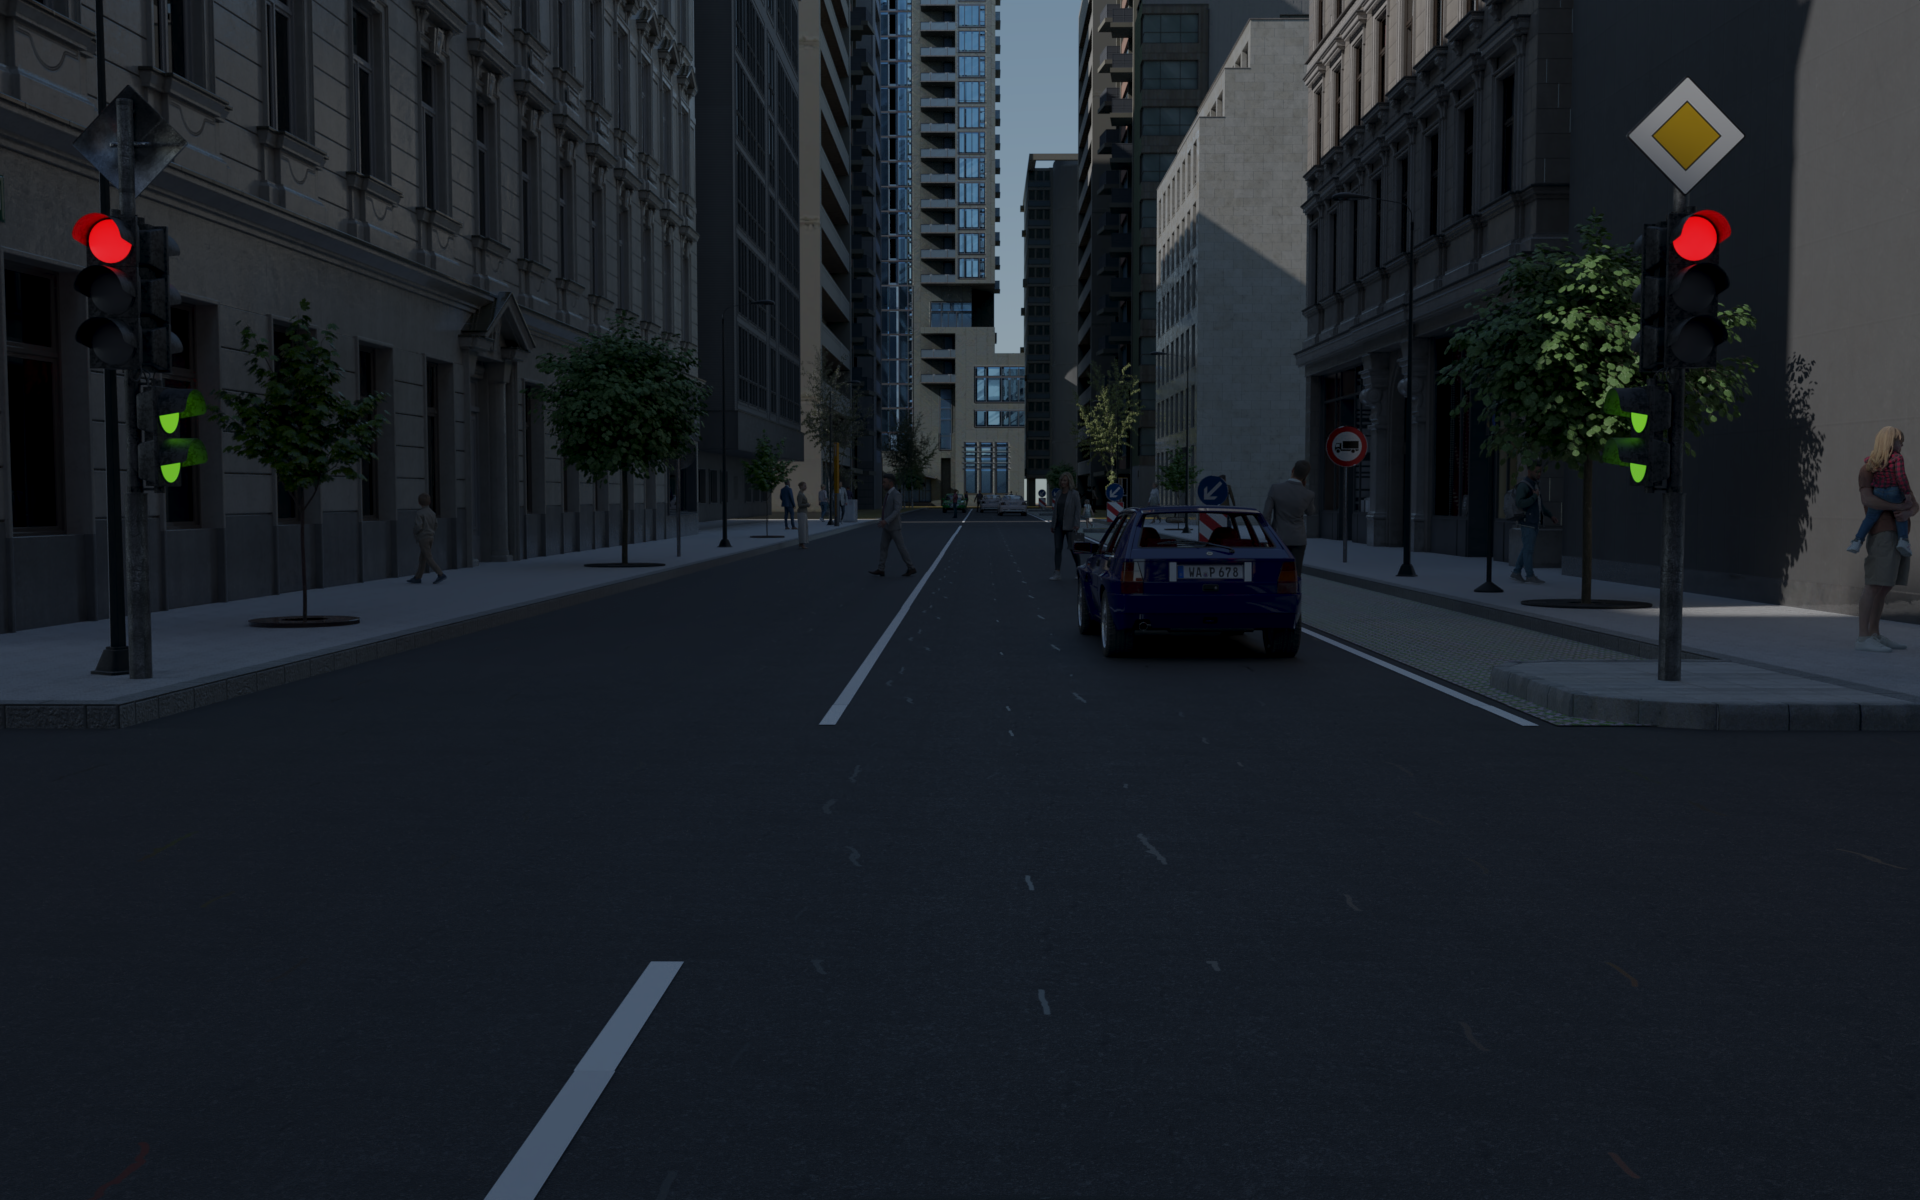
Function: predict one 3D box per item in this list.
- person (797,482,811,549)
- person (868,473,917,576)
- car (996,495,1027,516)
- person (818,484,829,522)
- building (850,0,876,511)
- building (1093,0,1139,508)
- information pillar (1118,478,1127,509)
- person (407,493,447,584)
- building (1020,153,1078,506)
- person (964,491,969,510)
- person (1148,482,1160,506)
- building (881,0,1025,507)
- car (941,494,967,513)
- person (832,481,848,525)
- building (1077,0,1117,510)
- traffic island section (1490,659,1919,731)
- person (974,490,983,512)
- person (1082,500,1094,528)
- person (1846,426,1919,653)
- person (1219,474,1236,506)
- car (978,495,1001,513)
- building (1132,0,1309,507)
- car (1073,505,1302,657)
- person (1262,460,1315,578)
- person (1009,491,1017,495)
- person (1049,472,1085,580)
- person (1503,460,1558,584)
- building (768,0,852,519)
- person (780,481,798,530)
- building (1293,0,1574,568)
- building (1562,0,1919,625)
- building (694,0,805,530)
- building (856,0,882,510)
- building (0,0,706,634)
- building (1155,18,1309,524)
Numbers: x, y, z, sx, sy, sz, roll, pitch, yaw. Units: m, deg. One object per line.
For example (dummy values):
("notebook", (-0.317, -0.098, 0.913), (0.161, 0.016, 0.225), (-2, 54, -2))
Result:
("person", (-4.090, -2.222, 45.382), (0.362, 1.759, 0.519), (0, 4, 0))
("person", (-1.164, -1.306, 30.130), (0.850, 1.792, 0.678), (-2, 4, -23))
("car", (3.458, -6.269, 114.861), (2.083, 1.381, 4.827), (0, 4, -1))
("person", (-6.295, -4.467, 79.745), (0.731, 1.740, 0.598), (2, 4, 26))
("building", (-17.575, -28.698, 123.831), (22.147, 44.769, 28.867), (0, 4, 1))
("building", (21.303, -28.734, 124.427), (22.147, 44.769, 28.867), (0, 4, 1))
("information pillar", (7.329, -4.491, 77.916), (0.304, 2.012, 0.304), (-2, 4, -24))
("person", (-7.620, -0.878, 24.673), (0.640, 1.303, 0.475), (0, 4, 6))
("building", (18.702, -30.345, 188.025), (23.993, 40.220, 32.217), (0, 4, 1))
("person", (0.579, -9.071, 157.731), (0.541, 1.710, 0.530), (-3, 5, -41))
("person", (8.561, -4.249, 75.746), (0.641, 1.798, 0.478), (-1, 4, -20))
("building", (-8.850, -53.206, 182.589), (31.000, 86.520, 22.319), (0, 4, 1))
("car", (-0.422, -7.605, 133.141), (1.959, 1.807, 4.718), (0, 4, 2))
("person", (-5.079, -4.110, 73.087), (0.661, 1.843, 0.795), (-1, 4, -11))
("building", (21.384, -32.159, 149.499), (21.300, 48.544, 21.600), (0, 4, 1))
("traffic island section", (4.912, 0.632, 11.941), (2.009, 0.180, 2.903), (0, 4, 1))
("person", (1.549, -7.853, 137.454), (0.990, 1.755, 0.434), (2, 4, 27))
("person", (5.201, -3.485, 70.495), (0.382, 1.210, 0.505), (3, 5, 44))
("person", (7.554, -0.498, 14.161), (0.573, 1.828, 0.580), (1, 4, 9))
("person", (7.501, -2.642, 49.153), (0.656, 1.842, 0.836), (-2, 4, -31))
("car", (2.462, -7.417, 133.632), (2.083, 1.381, 4.827), (0, 3, 0))
("building", (17.146, -20.256, 102.885), (14.160, 30.474, 14.107), (0, 4, 1))
("car", (2.093, -0.243, 16.555), (1.945, 1.354, 3.894), (0, 4, -1))
("person", (3.590, -0.631, 19.004), (0.592, 1.802, 0.473), (1, 4, 17))
("person", (4.860, -9.153, 158.953), (0.742, 1.727, 0.445), (-1, 4, -9))
("person", (1.846, -1.238, 28.924), (0.709, 1.800, 0.728), (3, 5, 42))
("person", (8.133, -1.121, 24.716), (0.721, 1.781, 0.623), (2, 4, 26))
("building", (-17.603, -28.987, 97.643), (21.300, 48.544, 21.600), (0, 4, 1))
("person", (-6.202, -3.451, 62.651), (0.721, 1.800, 0.419), (2, 4, 32))
("building", (14.472, -12.124, 49.138), (10.553, 20.767, 40.483), (0, 4, 1))
("building", (21.332, -13.820, 19.458), (24.014, 27.812, 14.314), (0, 4, 1))
("building", (-14.515, -16.858, 69.130), (14.314, 27.812, 24.014), (0, 4, 1))
("building", (-21.056, -37.163, 149.609), (28.212, 58.520, 21.231), (0, 4, 1))
("building", (-16.403, -15.817, 35.022), (17.030, 29.872, 44.131), (0, 4, 1))
("building", (14.926, -13.677, 78.369), (10.420, 20.320, 16.860), (0, 4, 1))
